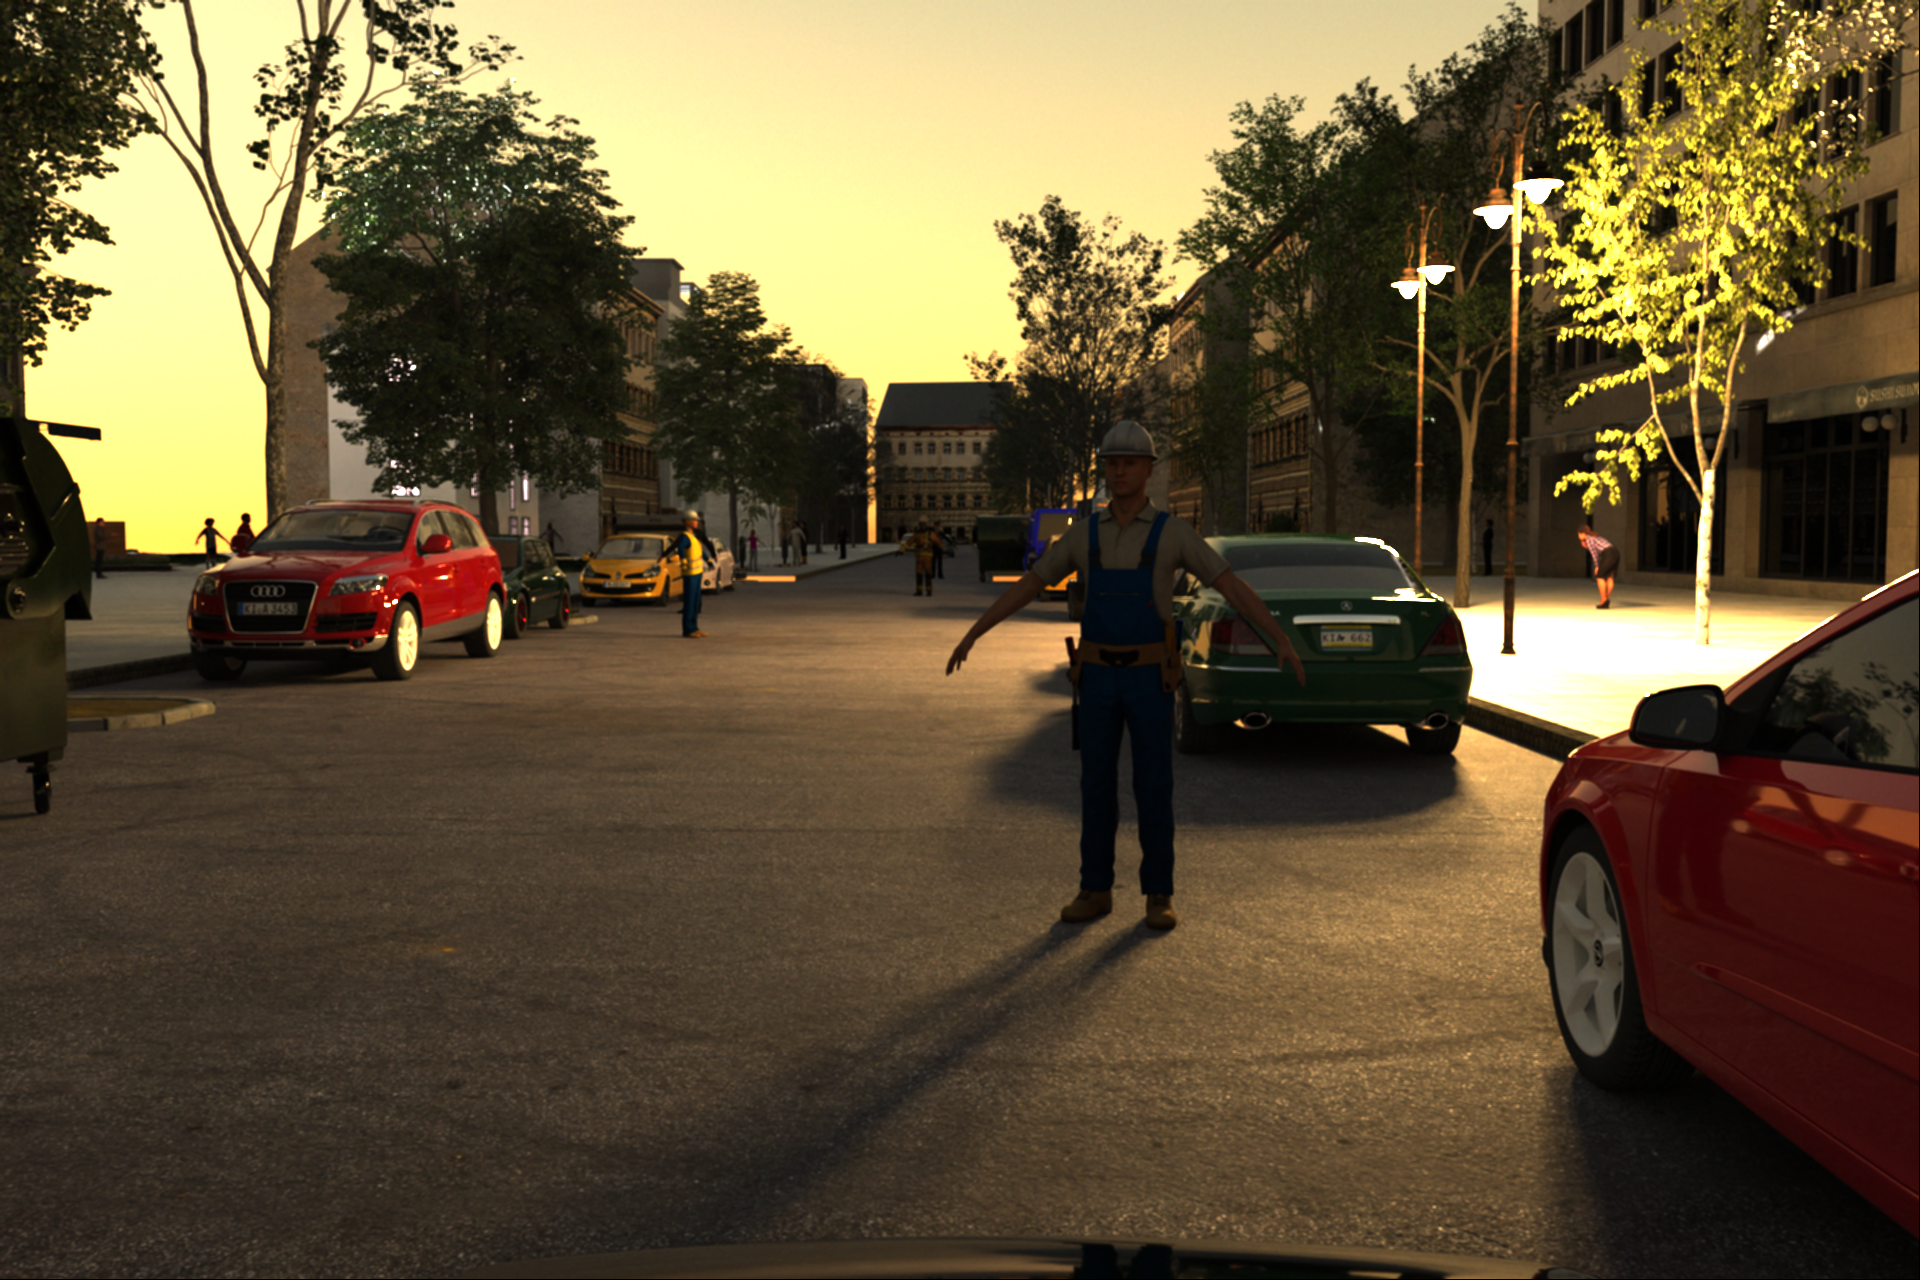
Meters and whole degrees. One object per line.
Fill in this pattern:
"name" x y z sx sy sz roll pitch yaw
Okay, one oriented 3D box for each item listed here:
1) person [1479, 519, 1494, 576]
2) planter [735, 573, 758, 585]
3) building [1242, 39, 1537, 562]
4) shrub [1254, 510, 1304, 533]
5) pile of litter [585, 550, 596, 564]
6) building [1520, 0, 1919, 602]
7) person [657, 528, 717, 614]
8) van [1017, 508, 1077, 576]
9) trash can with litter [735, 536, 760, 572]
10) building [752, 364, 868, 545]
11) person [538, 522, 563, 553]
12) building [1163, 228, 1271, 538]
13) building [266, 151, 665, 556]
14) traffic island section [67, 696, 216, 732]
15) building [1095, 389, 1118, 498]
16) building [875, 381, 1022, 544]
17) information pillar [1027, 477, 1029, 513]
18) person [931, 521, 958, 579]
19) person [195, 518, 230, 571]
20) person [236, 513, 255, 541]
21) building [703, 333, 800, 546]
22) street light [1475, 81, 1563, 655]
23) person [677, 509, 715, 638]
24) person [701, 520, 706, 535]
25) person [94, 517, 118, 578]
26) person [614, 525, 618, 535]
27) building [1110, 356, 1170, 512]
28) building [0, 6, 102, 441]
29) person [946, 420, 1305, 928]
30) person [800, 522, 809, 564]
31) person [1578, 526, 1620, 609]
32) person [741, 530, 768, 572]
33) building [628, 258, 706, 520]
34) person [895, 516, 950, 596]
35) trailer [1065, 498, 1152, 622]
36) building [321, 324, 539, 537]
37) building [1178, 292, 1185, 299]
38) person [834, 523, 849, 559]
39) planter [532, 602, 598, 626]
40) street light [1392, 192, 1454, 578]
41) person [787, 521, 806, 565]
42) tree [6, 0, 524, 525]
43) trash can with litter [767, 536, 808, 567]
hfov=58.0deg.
"person" 16.177 -2.849 53.307 0.721 1.740 1.216 2 4 29
"planter" -6.887 -1.768 50.049 1.991 0.319 1.994 0 3 0
"building" 25.162 -15.632 86.513 19.493 23.208 18.063 0 4 1
"shrub" 10.688 -3.287 57.790 1.661 2.075 1.752 0 3 0
"pile of litter" -10.153 -2.146 49.058 1.176 0.858 1.719 0 3 0
"building" 26.292 -14.057 32.000 24.374 26.755 37.873 0 3 0
"person" -4.874 -1.383 31.292 0.704 1.802 1.346 3 5 43
"van" 2.606 -2.392 43.493 2.240 2.365 5.245 0 4 -1
"trash can with litter" -7.436 -3.012 60.308 1.678 1.210 2.233 0 4 -1
"building" -26.667 -23.268 224.405 27.936 21.610 32.646 0 3 0
"person" -18.715 -4.458 79.009 1.348 1.813 0.705 1 4 13
"building" 23.823 -17.198 112.121 19.493 23.208 18.063 0 4 0
"building" -29.697 -16.939 107.877 19.493 23.208 18.063 0 4 1
"traffic island section" -6.963 0.578 13.415 1.991 0.108 1.994 0 4 0
"building" 22.542 -22.379 222.323 16.016 20.090 11.380 0 4 0
"building" -1.281 -25.393 248.561 18.063 23.208 19.493 1 4 10
"information pillar" 2.822 -4.924 71.854 0.183 3.616 0.504 0 4 1
"person" -0.739 -2.902 55.840 1.347 1.837 0.705 -1 4 -14
"person" -25.235 -3.195 58.388 0.704 1.843 1.345 2 4 28
"person" -18.064 -2.313 43.922 0.704 1.816 1.345 0 4 2
"building" -28.033 -21.944 189.709 19.493 23.208 18.063 0 3 0
"street light" 5.854 -2.785 18.316 0.468 5.910 1.993 0 4 1
"person" -3.648 -0.923 24.017 0.721 1.772 1.216 1 4 10
"person" -9.506 -3.514 63.725 0.705 1.796 1.348 -1 4 -12
"person" -24.684 -2.662 50.097 0.750 1.759 0.617 -1 4 -13
"person" -17.795 -5.140 90.224 0.705 1.806 1.347 -1 4 -20
"building" 26.432 -21.908 189.120 19.493 23.208 18.063 0 4 1
"building" -31.976 -18.180 43.360 12.429 33.558 17.177 0 4 0
"person" 0.610 0.117 6.397 1.347 1.847 0.705 1 4 20
"person" -6.655 -4.115 73.419 0.704 1.812 1.346 1 4 16
"person" 10.949 -1.250 29.721 0.697 1.427 0.421 3 4 38
"person" -6.950 -3.007 58.434 0.991 1.433 0.599 1 4 18
"building" -24.571 -16.129 120.129 16.016 20.090 11.380 0 4 0
"person" -0.846 -1.949 40.086 1.354 1.858 0.705 1 4 21
"trailer" 2.516 -1.361 29.298 1.471 1.999 3.904 0 4 -1
"building" -24.699 -8.629 83.236 9.099 9.664 28.070 0 4 0
"building" 22.106 -17.115 136.255 16.016 20.090 11.380 0 3 0
"person" -6.049 -5.083 89.040 0.705 1.837 1.347 -3 4 -37
"planter" -6.970 -0.427 28.121 1.991 0.319 1.994 0 3 0
"street light" 6.351 -3.127 23.915 0.468 5.910 1.993 0 4 0
"person" -6.821 -4.017 71.866 1.347 1.806 0.705 3 5 40
"tree" -13.524 -10.776 32.070 12.611 20.169 13.585 0 3 0
"trash can with litter" -6.737 -3.491 68.141 1.678 1.210 2.233 0 4 1
